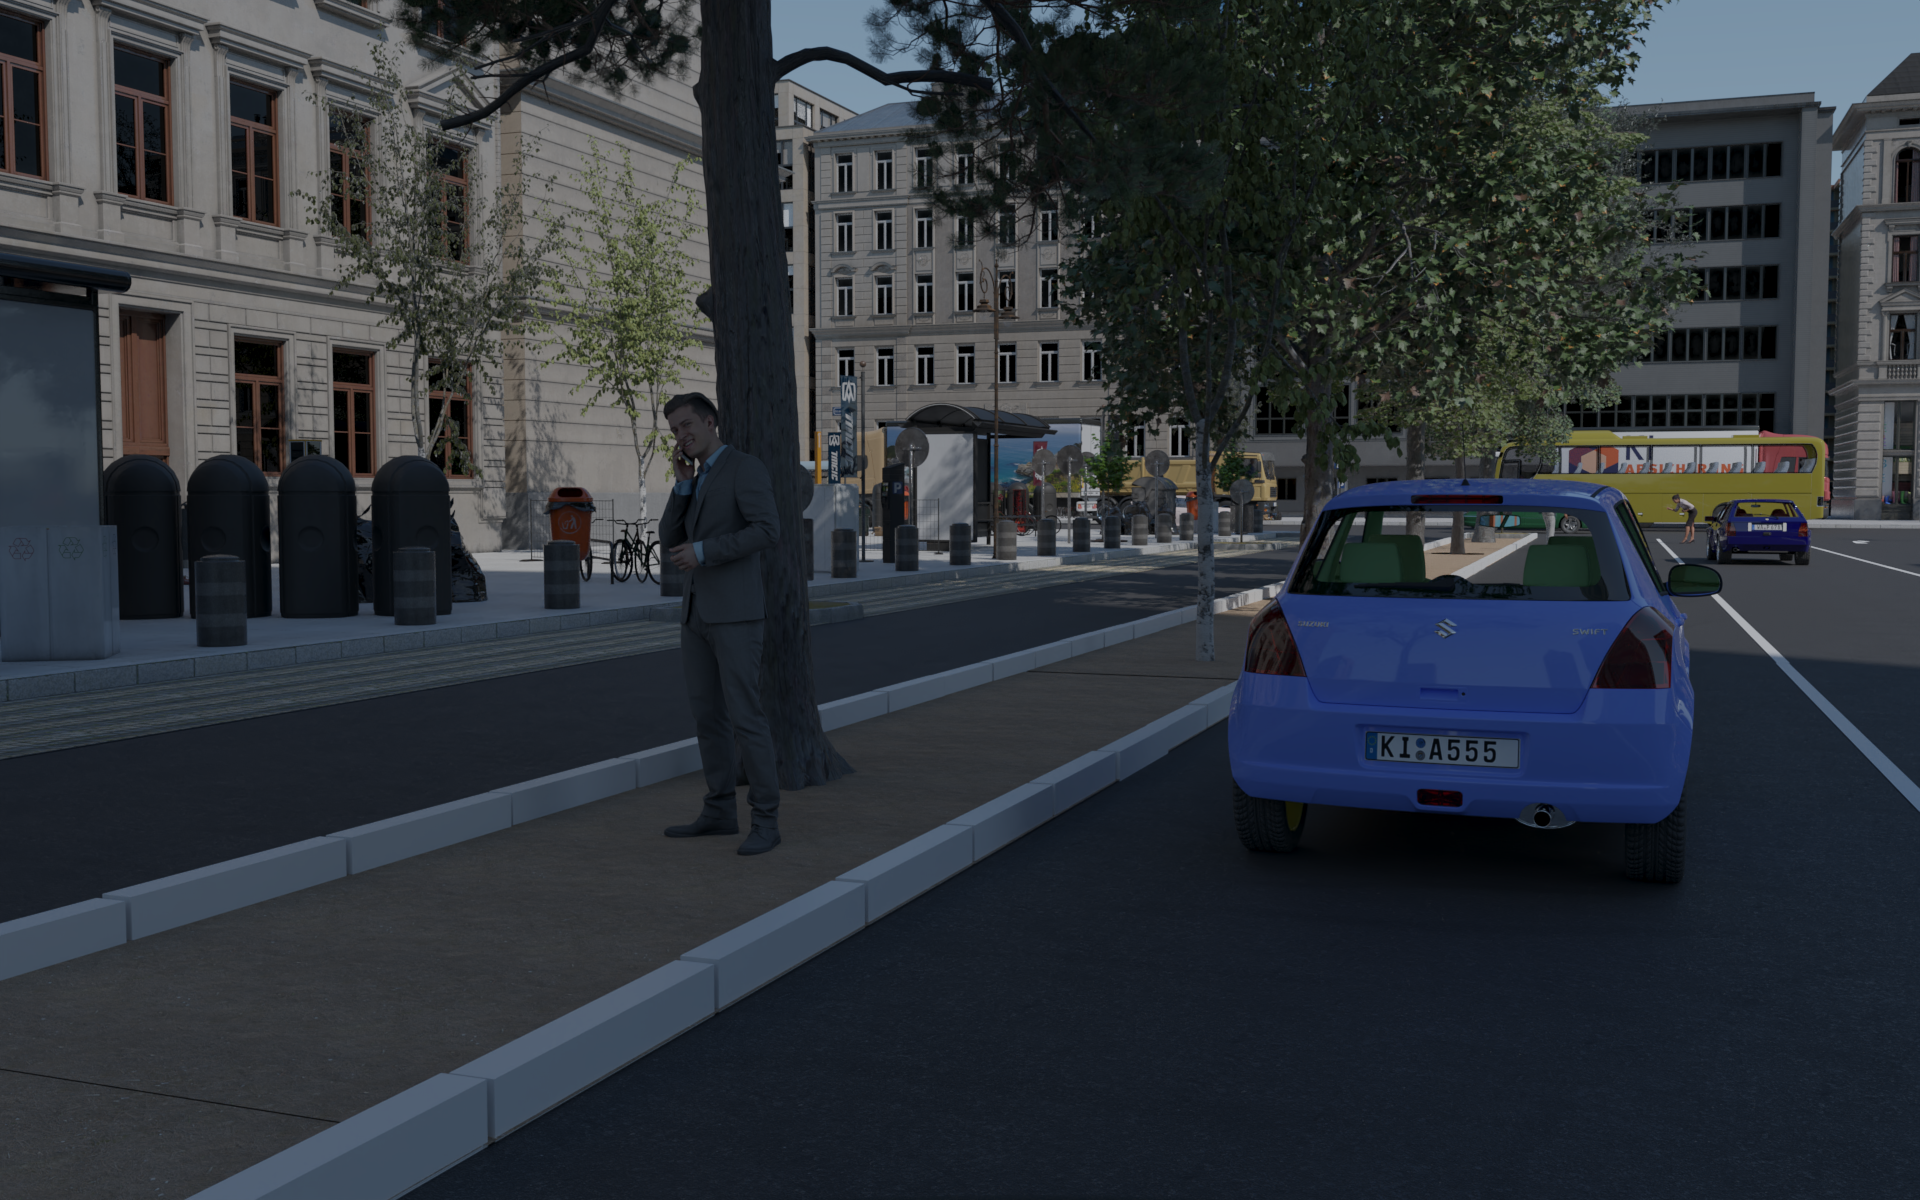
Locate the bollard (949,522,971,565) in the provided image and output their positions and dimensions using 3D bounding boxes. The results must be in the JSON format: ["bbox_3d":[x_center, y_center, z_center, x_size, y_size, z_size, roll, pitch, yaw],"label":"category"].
[{"bbox_3d":[0.006,-1.016,31.322,0.404,0.777,0.398,0,3,0],"label":"bollard"}]

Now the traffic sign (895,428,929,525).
[{"bbox_3d":[-0.939,-2.022,33.164,0.768,2.556,0.104,2,4,29],"label":"traffic sign"}]

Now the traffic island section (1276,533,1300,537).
[{"bbox_3d":[11.879,-2.201,58.270,2.009,0.180,2.903,1,4,21],"label":"traffic island section"}]

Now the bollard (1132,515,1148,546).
[{"bbox_3d":[4.483,-1.742,43.193,0.404,0.777,0.398,0,3,0],"label":"bollard"}]

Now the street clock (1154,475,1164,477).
[{"bbox_3d":[6.808,-3.355,59.421,0.358,2.002,0.471,-1,4,-11],"label":"street clock"}]

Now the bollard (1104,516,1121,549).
[{"bbox_3d":[3.587,-1.597,40.824,0.404,0.777,0.398,0,3,0],"label":"bollard"}]

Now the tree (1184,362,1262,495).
[{"bbox_3d":[13.592,-8.496,89.279,4.360,8.622,3.978,0,3,0],"label":"tree"}]

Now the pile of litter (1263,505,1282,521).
[{"bbox_3d":[14.946,-4.277,83.894,1.719,0.858,1.176,-3,5,-41],"label":"pile of litter"}]

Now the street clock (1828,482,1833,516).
[{"bbox_3d":[50.549,-5.870,100.547,0.358,2.002,0.471,2,4,30],"label":"street clock"}]

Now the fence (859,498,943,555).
[{"bbox_3d":[-1.500,-1.563,36.751,2.264,1.192,0.480,0,4,-4],"label":"fence"}]

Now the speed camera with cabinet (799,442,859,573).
[{"bbox_3d":[-2.576,-2.098,28.631,2.038,3.252,0.660,3,5,41],"label":"speed camera with cabinet"}]

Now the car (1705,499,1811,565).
[{"bbox_3d":[16.739,-1.457,36.398,1.945,1.354,3.894,1,4,19],"label":"car"}]

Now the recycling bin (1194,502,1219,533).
[{"bbox_3d":[8.006,-2.714,56.925,0.722,1.027,0.722,-3,4,-36],"label":"recycling bin"}]

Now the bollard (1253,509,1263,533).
[{"bbox_3d":[9.851,-2.614,57.449,0.404,0.777,0.398,0,3,0],"label":"bollard"}]

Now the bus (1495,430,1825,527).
[{"bbox_3d":[26.643,-4.632,67.287,12.252,3.916,2.896,1,4,19],"label":"bus"}]

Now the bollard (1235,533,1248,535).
[{"bbox_3d":[8.951,-2.467,55.060,0.404,0.777,0.398,0,3,0],"label":"bollard"}]

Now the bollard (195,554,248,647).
[{"bbox_3d":[-6.260,0.003,14.674,0.404,0.777,0.398,0,3,0],"label":"bollard"}]

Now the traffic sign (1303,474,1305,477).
[{"bbox_3d":[11.904,-3.337,58.199,0.795,2.450,0.064,1,4,21],"label":"traffic sign"}]

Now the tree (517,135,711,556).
[{"bbox_3d":[-6.659,-5.203,35.440,4.737,8.622,4.395,0,3,0],"label":"tree"}]

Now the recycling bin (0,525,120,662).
[{"bbox_3d":[-7.068,-0.065,13.612,0.722,1.027,0.722,-1,4,-16],"label":"recycling bin"}]

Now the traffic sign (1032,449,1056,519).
[{"bbox_3d":[2.343,-2.982,48.859,0.768,2.556,0.104,2,4,30],"label":"traffic sign"}]

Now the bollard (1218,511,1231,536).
[{"bbox_3d":[8.058,-2.323,52.691,0.404,0.777,0.398,0,3,0],"label":"bollard"}]

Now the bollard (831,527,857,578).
[{"bbox_3d":[-1.782,-0.725,26.566,0.404,0.777,0.398,0,3,0],"label":"bollard"}]

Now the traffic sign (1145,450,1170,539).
[{"bbox_3d":[5.664,-3.046,49.901,0.768,2.556,0.104,2,4,27],"label":"traffic sign"}]

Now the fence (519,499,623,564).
[{"bbox_3d":[-7.270,-1.297,32.412,2.264,1.192,0.480,2,4,32],"label":"fence"}]

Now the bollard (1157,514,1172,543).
[{"bbox_3d":[5.375,-1.887,45.569,0.404,0.777,0.398,0,3,0],"label":"bollard"}]

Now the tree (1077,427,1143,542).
[{"bbox_3d":[3.958,-3.171,46.451,1.663,3.219,1.824,0,3,0],"label":"tree"}]

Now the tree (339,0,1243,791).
[{"bbox_3d":[-1.045,-6.033,8.528,7.806,13.903,7.818,0,3,0],"label":"tree"}]

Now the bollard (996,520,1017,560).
[{"bbox_3d":[0.907,-1.162,33.708,0.404,0.777,0.398,0,3,0],"label":"bollard"}]

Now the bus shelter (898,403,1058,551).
[{"bbox_3d":[0.522,-2.882,41.042,2.014,3.302,5.546,1,4,21],"label":"bus shelter"}]

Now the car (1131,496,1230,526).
[{"bbox_3d":[9.162,-3.478,69.228,4.827,1.381,2.083,1,4,22],"label":"car"}]

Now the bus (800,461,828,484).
[{"bbox_3d":[-5.750,-5.318,81.809,13.247,3.499,2.948,1,4,21],"label":"bus"}]

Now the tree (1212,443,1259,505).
[{"bbox_3d":[9.445,-3.960,59.339,1.663,3.219,1.824,0,3,0],"label":"tree"}]

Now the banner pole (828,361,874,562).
[{"bbox_3d":[-1.967,-2.595,32.442,0.401,3.779,0.863,3,4,38],"label":"banner pole"}]

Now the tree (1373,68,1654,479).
[{"bbox_3d":[15.438,-8.656,50.644,9.857,13.997,8.962,0,3,0],"label":"tree"}]

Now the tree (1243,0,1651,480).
[{"bbox_3d":[8.140,-6.752,30.972,7.486,12.596,7.792,0,3,0],"label":"tree"}]

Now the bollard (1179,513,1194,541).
[{"bbox_3d":[6.270,-2.032,47.938,0.404,0.777,0.398,0,3,0],"label":"bollard"}]

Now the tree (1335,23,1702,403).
[{"bbox_3d":[11.712,-7.796,40.291,12.009,13.543,11.850,0,3,0],"label":"tree"}]

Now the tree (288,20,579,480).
[{"bbox_3d":[-8.478,-4.746,27.966,4.360,8.622,3.978,0,3,0],"label":"tree"}]

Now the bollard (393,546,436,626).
[{"bbox_3d":[-5.368,-0.143,17.051,0.404,0.777,0.398,0,3,0],"label":"bollard"}]

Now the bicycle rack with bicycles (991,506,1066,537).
[{"bbox_3d":[1.494,-2.449,53.422,2.925,0.926,2.852,1,4,14],"label":"bicycle rack with bicycles"}]

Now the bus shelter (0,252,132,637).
[{"bbox_3d":[-10.250,-2.127,12.413,2.179,5.291,8.768,1,4,20],"label":"bus shelter"}]

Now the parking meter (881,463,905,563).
[{"bbox_3d":[-1.245,-1.620,32.200,0.399,1.863,0.255,-3,4,-37],"label":"parking meter"}]

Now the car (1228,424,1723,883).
[{"bbox_3d":[2.412,0.105,7.869,1.945,1.707,3.694,1,4,22],"label":"car"}]

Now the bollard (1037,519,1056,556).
[{"bbox_3d":[1.805,-1.307,36.082,0.404,0.777,0.398,0,3,0],"label":"bollard"}]

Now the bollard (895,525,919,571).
[{"bbox_3d":[-0.886,-0.870,28.940,0.404,0.777,0.398,0,3,0],"label":"bollard"}]

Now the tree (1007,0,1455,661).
[{"bbox_3d":[2.050,-3.761,14.320,4.737,8.622,4.395,0,3,0],"label":"tree"}]

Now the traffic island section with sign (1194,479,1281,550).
[{"bbox_3d":[7.298,-2.232,45.127,1.989,1.847,2.006,1,4,21],"label":"traffic island section with sign"}]

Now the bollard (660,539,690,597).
[{"bbox_3d":[-3.577,-0.434,21.809,0.404,0.777,0.398,0,3,0],"label":"bollard"}]

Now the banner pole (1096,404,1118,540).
[{"bbox_3d":[4.181,-3.560,48.225,0.863,3.779,0.401,3,4,39],"label":"banner pole"}]

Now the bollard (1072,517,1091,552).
[{"bbox_3d":[2.698,-1.452,38.452,0.404,0.777,0.398,0,3,0],"label":"bollard"}]

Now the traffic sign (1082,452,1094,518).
[{"bbox_3d":[3.769,-3.169,51.919,0.768,2.556,0.104,2,4,24],"label":"traffic sign"}]

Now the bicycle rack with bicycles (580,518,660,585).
[{"bbox_3d":[-4.533,-0.744,25.543,2.852,0.926,2.925,-1,4,-22],"label":"bicycle rack with bicycles"}]

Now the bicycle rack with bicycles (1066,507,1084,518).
[{"bbox_3d":[5.367,-4.850,92.681,2.852,0.926,2.925,2,4,34],"label":"bicycle rack with bicycles"}]

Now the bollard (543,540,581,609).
[{"bbox_3d":[-4.469,-0.289,19.439,0.404,0.777,0.398,0,3,0],"label":"bollard"}]

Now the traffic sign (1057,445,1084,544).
[{"bbox_3d":[2.831,-2.738,44.877,0.768,2.556,0.104,2,4,28],"label":"traffic sign"}]

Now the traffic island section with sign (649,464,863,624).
[{"bbox_3d":[-2.205,-0.689,19.895,1.989,1.847,2.006,1,4,21],"label":"traffic island section with sign"}]

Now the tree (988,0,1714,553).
[{"bbox_3d":[4.744,-6.306,22.562,9.611,12.733,9.660,0,3,0],"label":"tree"}]
